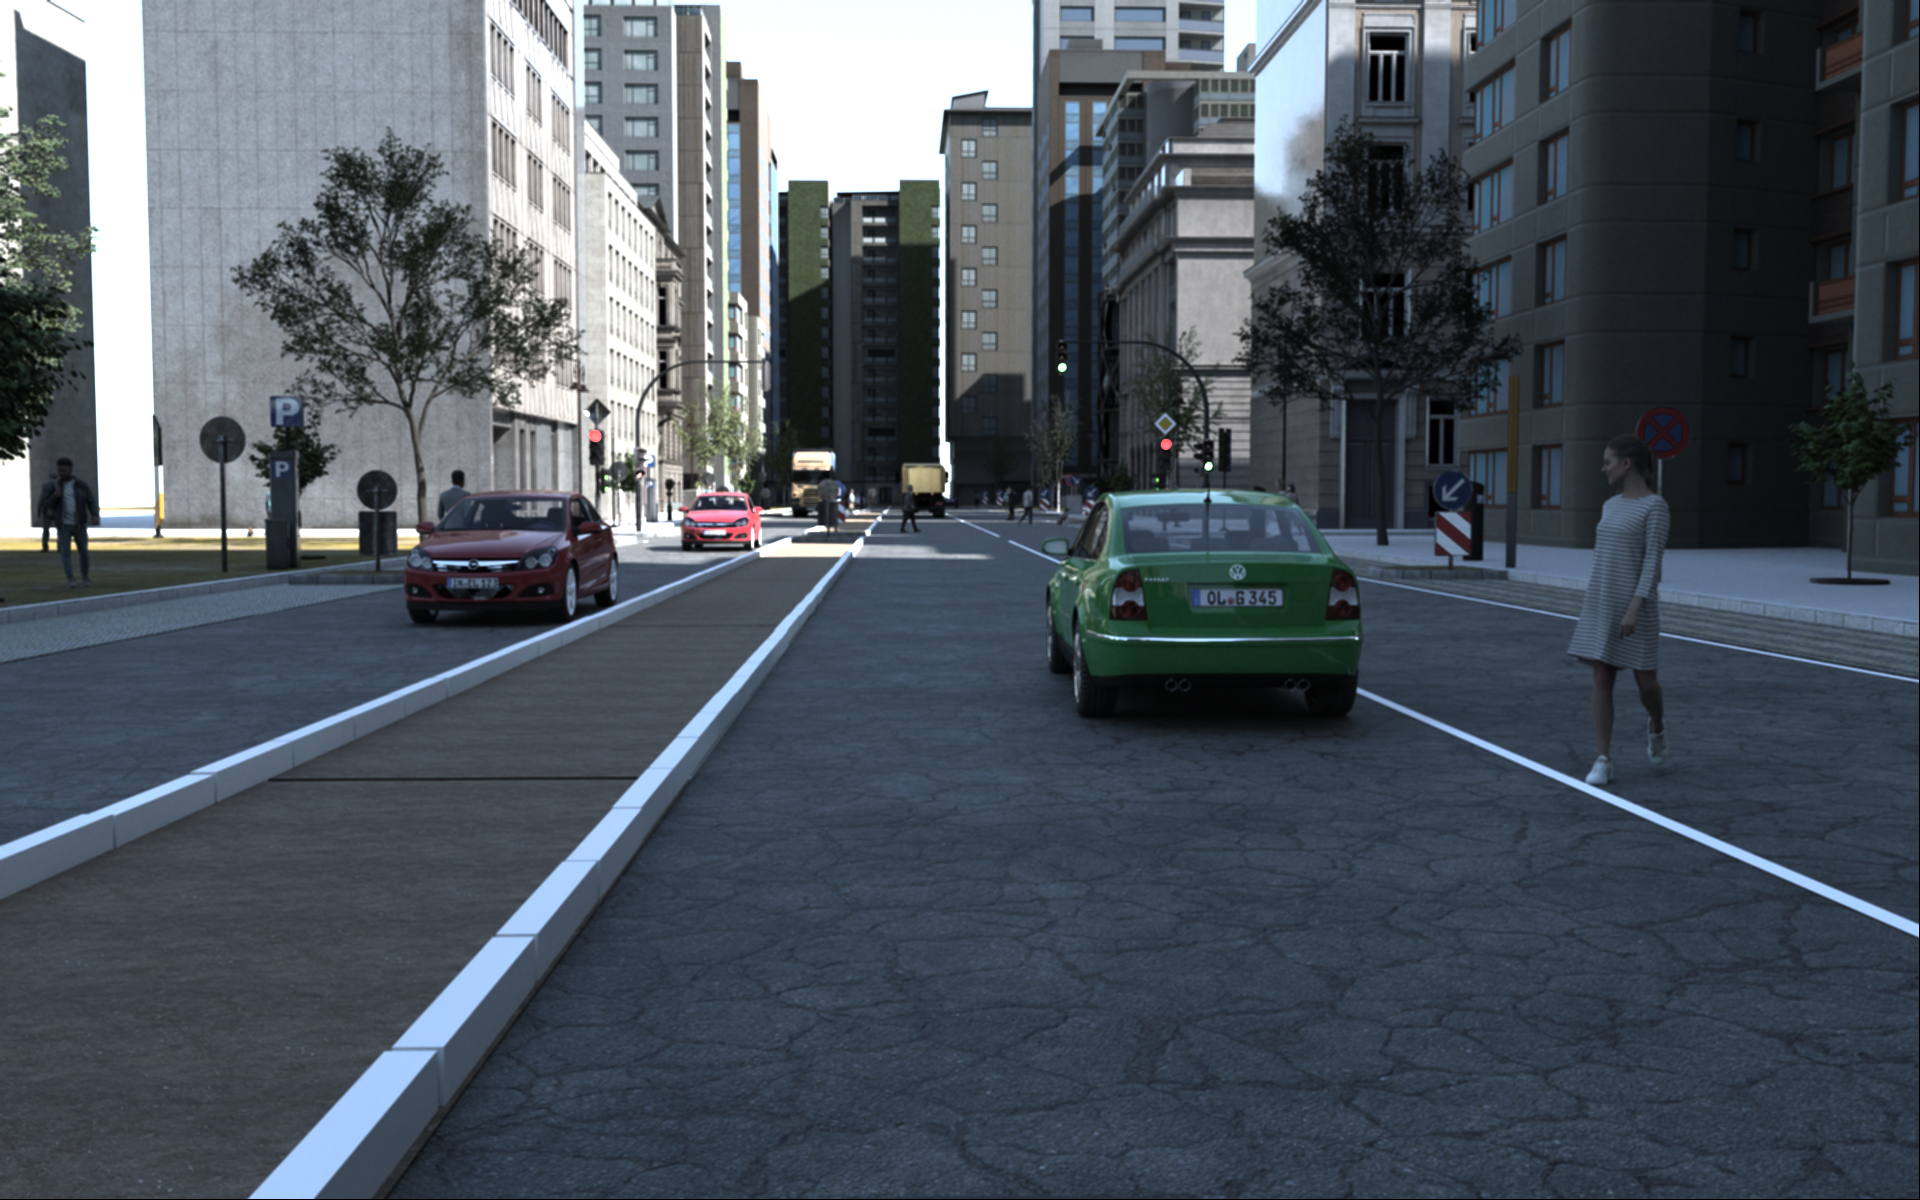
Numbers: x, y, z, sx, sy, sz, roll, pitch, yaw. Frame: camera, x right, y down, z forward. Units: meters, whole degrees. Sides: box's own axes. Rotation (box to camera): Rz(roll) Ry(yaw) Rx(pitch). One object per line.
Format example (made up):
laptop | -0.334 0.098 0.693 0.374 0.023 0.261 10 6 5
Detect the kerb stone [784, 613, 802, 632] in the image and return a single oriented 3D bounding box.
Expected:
kerb stone | -1.745 0.265 17.855 0.120 0.150 1.000 0 4 -2

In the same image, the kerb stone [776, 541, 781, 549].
kerb stone | -4.755 -1.355 44.347 0.120 0.150 1.000 0 4 -2

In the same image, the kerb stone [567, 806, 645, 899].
kerb stone | -1.341 0.957 6.574 0.120 0.150 1.000 0 4 -2

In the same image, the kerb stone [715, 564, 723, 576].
kerb stone | -4.260 -0.478 30.018 0.120 0.150 1.000 0 4 -2

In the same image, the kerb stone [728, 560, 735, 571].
kerb stone | -4.331 -0.604 32.076 0.120 0.150 1.000 0 4 -2

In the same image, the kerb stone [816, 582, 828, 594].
kerb stone | -1.951 -0.111 24.009 0.120 0.150 1.000 0 4 -2

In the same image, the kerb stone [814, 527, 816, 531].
kerb stone | -5.377 -2.456 62.352 0.120 0.150 1.000 0 4 -2

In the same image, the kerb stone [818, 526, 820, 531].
kerb stone | -5.481 -2.644 65.425 0.120 0.150 1.000 0 4 -2

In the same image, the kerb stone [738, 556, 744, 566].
kerb stone | -4.405 -0.729 34.118 0.120 0.150 1.000 0 4 -2

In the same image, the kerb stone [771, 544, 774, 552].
kerb stone | -4.691 -1.226 42.299 0.120 0.150 1.000 0 4 -2

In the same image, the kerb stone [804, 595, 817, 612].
kerb stone | -1.838 0.077 20.932 0.120 0.150 1.000 0 4 -2

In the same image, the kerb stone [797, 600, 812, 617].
kerb stone | -1.813 0.140 19.910 0.120 0.150 1.000 0 4 -2

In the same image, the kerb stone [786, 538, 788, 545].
kerb stone | -4.861 -1.542 47.410 0.120 0.150 1.000 0 4 -2

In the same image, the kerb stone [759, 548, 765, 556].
kerb stone | -4.577 -1.040 39.234 0.120 0.150 1.000 0 4 -2

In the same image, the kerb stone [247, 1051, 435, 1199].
kerb stone | -1.248 1.145 3.498 0.120 0.150 1.000 0 4 -2

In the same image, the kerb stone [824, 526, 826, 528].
kerb stone | -5.659 -2.958 70.556 0.120 0.150 1.000 0 4 -2

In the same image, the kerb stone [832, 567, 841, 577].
kerb stone | -2.127 -0.424 29.131 0.120 0.150 1.000 0 4 -2

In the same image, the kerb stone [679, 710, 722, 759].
kerb stone | -1.455 0.767 9.655 0.120 0.150 1.000 0 4 -2

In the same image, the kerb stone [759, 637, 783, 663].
kerb stone | -1.628 0.454 14.767 0.120 0.150 1.000 0 4 -2

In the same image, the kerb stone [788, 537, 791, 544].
kerb stone | -4.900 -1.605 48.432 0.120 0.150 1.000 0 4 -2

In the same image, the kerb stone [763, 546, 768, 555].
kerb stone | -4.615 -1.103 40.255 0.120 0.150 1.000 0 4 -2

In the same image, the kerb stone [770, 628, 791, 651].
kerb stone | -1.661 0.391 15.805 0.120 0.150 1.000 0 4 -2

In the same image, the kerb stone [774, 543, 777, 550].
kerb stone | -4.727 -1.292 43.322 0.120 0.150 1.000 0 4 -2

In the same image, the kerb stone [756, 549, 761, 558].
kerb stone | -4.549 -0.975 38.204 0.120 0.150 1.000 0 4 -2

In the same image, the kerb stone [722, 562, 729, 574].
kerb stone | -4.294 -0.541 31.049 0.120 0.150 1.000 0 4 -2

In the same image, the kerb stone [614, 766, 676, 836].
kerb stone | -1.383 0.893 7.598 0.120 0.150 1.000 0 4 -2

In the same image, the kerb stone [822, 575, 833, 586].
kerb stone | -2.024 -0.237 26.063 0.120 0.150 1.000 0 4 -2

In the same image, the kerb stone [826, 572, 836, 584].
kerb stone | -2.056 -0.297 27.084 0.120 0.150 1.000 0 4 -2

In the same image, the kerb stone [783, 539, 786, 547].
kerb stone | -4.835 -1.480 46.389 0.120 0.150 1.000 0 4 -2

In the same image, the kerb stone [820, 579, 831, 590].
kerb stone | -1.986 -0.173 25.031 0.120 0.150 1.000 0 4 -2

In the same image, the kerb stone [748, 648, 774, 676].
kerb stone | -1.594 0.517 13.746 0.120 0.150 1.000 0 4 -2

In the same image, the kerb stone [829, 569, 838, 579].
kerb stone | -2.093 -0.357 28.106 0.120 0.150 1.000 0 4 -2

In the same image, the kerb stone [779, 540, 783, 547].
kerb stone | -4.791 -1.417 45.368 0.120 0.150 1.000 0 4 -2

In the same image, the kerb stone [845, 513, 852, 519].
kerb stone | -6.987 -5.274 108.450 0.120 0.150 1.000 0 4 -2

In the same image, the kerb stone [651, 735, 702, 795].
kerb stone | -1.417 0.830 8.621 0.120 0.150 1.000 0 4 -2

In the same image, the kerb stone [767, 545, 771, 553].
kerb stone | -4.655 -1.167 41.276 0.120 0.150 1.000 0 4 -2

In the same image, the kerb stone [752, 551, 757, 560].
kerb stone | -4.508 -0.916 37.183 0.120 0.150 1.000 0 4 -2

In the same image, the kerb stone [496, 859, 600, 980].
kerb stone | -1.310 1.018 5.552 0.120 0.150 1.000 0 4 -2

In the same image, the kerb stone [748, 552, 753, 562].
kerb stone | -4.471 -0.854 36.161 0.120 0.150 1.000 0 4 -2

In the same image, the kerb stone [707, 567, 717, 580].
kerb stone | -4.218 -0.416 28.997 0.120 0.150 1.000 0 4 -2

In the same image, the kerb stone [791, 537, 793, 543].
kerb stone | -4.931 -1.667 49.461 0.120 0.150 1.000 0 4 -2

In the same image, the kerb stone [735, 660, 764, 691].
kerb stone | -1.560 0.581 12.719 0.120 0.150 1.000 0 4 -2

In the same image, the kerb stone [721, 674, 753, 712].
kerb stone | -1.521 0.644 11.698 0.120 0.150 1.000 0 4 -2

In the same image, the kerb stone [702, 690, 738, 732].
kerb stone | -1.490 0.705 10.676 0.120 0.150 1.000 0 4 -2

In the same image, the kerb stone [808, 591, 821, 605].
kerb stone | -1.881 0.017 21.959 0.120 0.150 1.000 0 4 -2

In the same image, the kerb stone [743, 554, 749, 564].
kerb stone | -4.439 -0.792 35.139 0.120 0.150 1.000 0 4 -2

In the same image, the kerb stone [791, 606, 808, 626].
kerb stone | -1.772 0.203 18.880 0.120 0.150 1.000 0 4 -2

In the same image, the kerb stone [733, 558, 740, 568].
kerb stone | -4.365 -0.662 33.097 0.120 0.150 1.000 0 4 -2

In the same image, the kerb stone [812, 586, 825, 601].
kerb stone | -1.906 -0.047 22.988 0.120 0.150 1.000 0 4 -2

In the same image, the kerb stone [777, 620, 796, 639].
kerb stone | -1.708 0.328 16.826 0.120 0.150 1.000 0 4 -2

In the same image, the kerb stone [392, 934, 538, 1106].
kerb stone | -1.275 1.081 4.520 0.120 0.150 1.000 0 4 -2

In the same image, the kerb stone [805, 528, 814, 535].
kerb stone | -5.343 -2.393 61.328 0.120 0.150 1.000 0 4 -2
